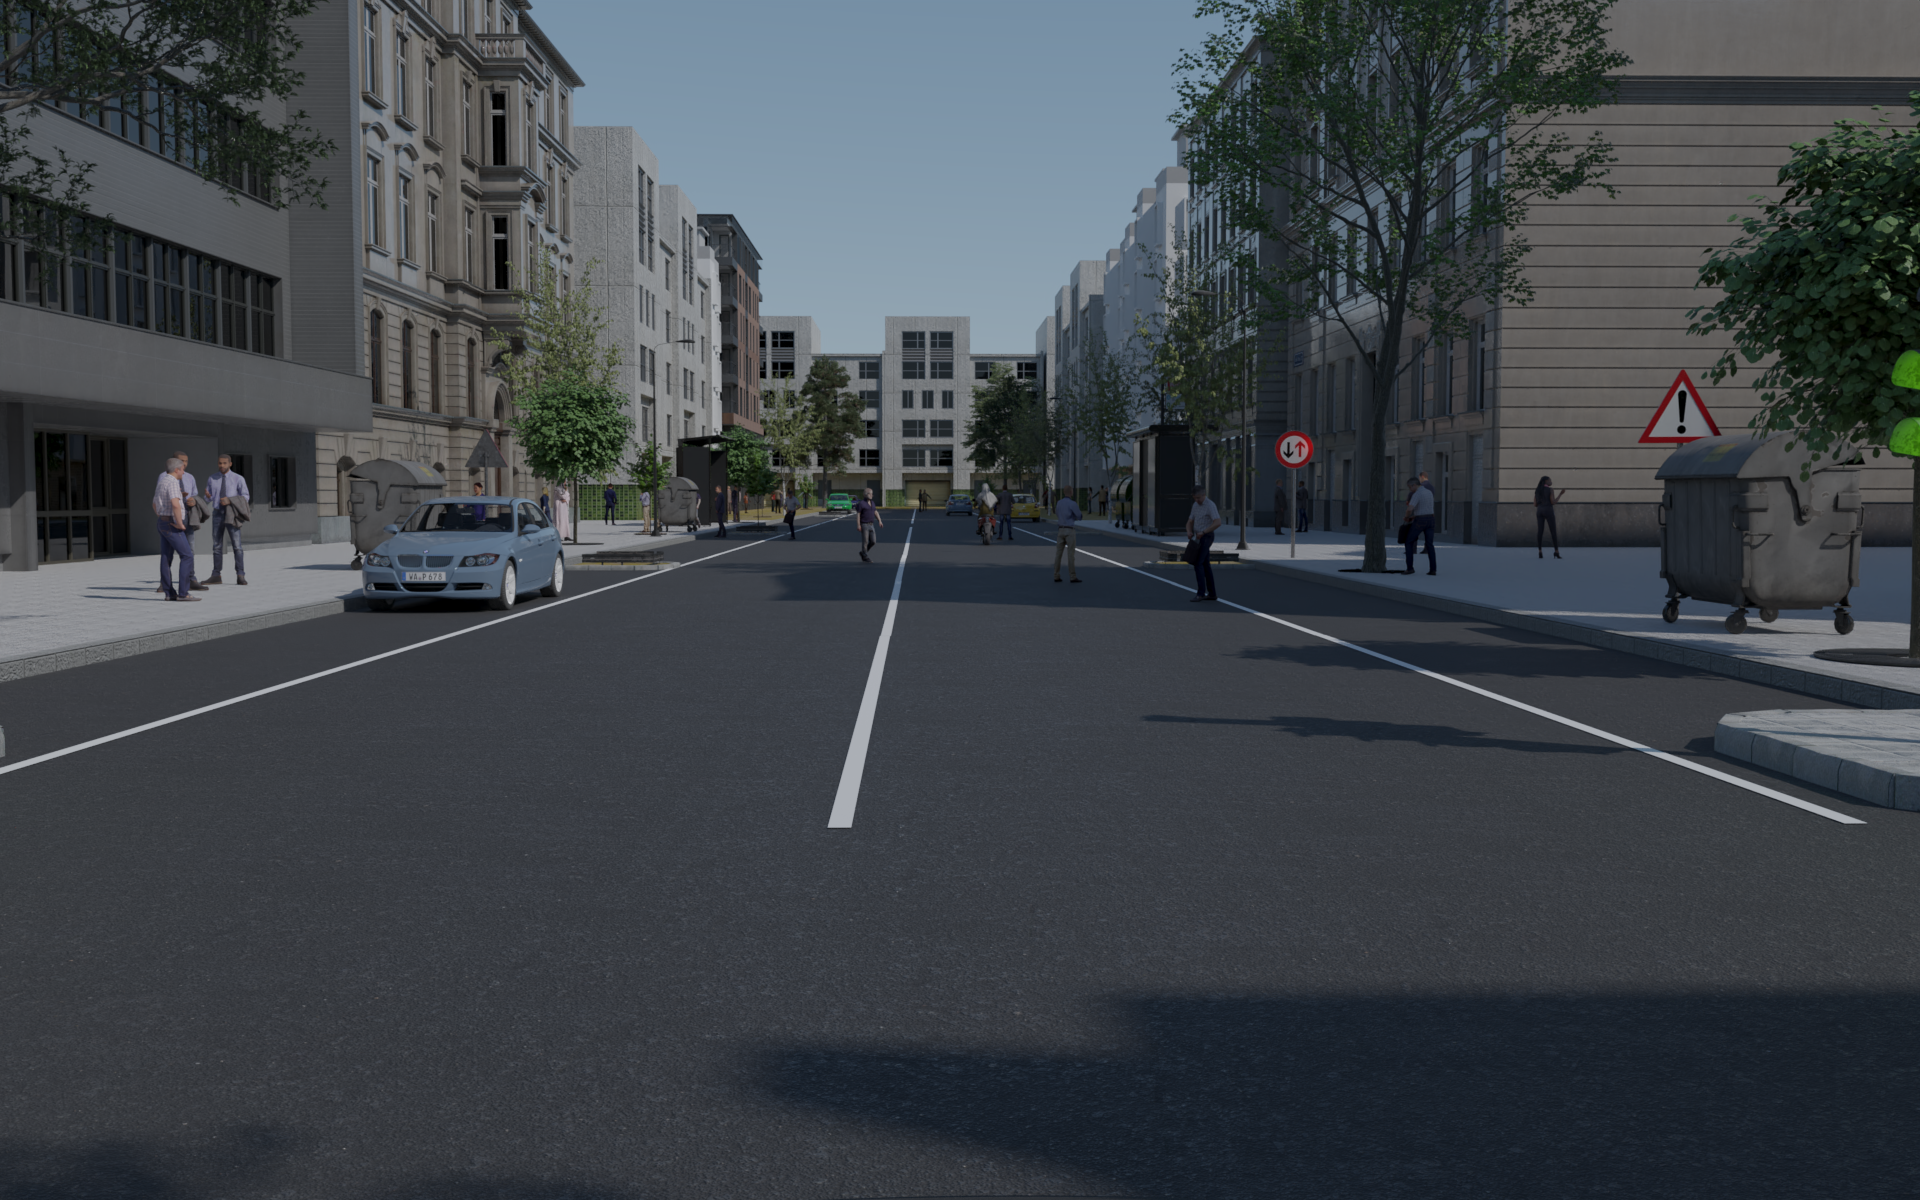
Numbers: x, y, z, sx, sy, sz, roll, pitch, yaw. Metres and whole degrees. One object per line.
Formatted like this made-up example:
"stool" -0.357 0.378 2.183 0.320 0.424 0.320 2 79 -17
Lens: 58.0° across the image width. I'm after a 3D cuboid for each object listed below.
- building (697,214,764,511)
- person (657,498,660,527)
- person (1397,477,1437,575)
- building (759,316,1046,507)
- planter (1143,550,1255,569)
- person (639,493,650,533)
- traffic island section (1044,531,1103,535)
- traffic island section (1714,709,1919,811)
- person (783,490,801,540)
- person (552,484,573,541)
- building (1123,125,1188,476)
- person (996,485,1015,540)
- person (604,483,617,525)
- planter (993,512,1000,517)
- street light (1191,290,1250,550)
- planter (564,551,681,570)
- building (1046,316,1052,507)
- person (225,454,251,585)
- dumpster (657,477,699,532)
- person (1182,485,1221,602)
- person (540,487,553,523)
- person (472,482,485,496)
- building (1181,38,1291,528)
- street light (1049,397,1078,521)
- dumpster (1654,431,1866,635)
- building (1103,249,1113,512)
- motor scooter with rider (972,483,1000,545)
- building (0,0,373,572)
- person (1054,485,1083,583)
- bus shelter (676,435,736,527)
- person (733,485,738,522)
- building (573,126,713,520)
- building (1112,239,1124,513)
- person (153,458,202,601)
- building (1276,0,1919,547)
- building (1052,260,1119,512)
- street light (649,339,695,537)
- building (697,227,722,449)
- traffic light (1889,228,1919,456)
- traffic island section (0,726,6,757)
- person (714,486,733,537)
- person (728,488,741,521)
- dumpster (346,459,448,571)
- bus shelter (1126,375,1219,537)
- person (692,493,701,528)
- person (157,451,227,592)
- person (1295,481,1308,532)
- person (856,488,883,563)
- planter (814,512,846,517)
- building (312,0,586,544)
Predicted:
"building" -33.162 -18.112 140.109 32.646 21.610 27.936 0 4 -1
"person" -10.803 -3.345 62.803 0.516 1.574 0.319 -1 4 -17
"person" 7.234 -1.170 27.390 0.614 1.554 0.590 -3 5 -41
"building" -7.632 -19.218 180.665 31.486 18.905 16.747 0 4 -1
"planter" 4.633 -0.786 33.997 1.991 0.319 1.994 0 4 -1
"person" -10.493 -3.028 57.614 0.319 1.574 0.516 1 4 12
"traffic island section" 3.986 -2.358 61.420 1.991 0.108 1.994 0 4 -1
"traffic island section" 5.230 0.823 8.831 2.009 0.180 2.903 0 4 -1
"person" -5.286 -2.683 54.581 0.614 1.554 0.590 2 4 28
"person" -10.774 -2.459 46.914 0.621 1.740 0.551 -1 4 -8
"building" 17.731 -14.563 94.526 16.016 20.091 11.380 0 4 -1
"person" 1.404 -2.742 54.155 0.655 1.722 0.431 0 4 1
"person" -14.510 -3.991 72.008 0.576 1.737 0.504 0 4 1
"planter" 2.807 -5.473 110.617 1.991 0.319 1.994 0 4 -1
"street light" 5.966 -4.107 39.689 1.470 5.913 1.316 0 4 -1
"planter" -6.482 -0.761 33.578 1.991 0.319 1.994 0 4 -1
"building" 24.163 -19.230 180.863 31.486 18.905 16.747 0 4 -1
"person" -10.349 -1.126 24.324 0.709 1.838 0.599 0 4 -6
"dumpster" -9.580 -3.233 58.619 1.264 1.857 1.865 0 4 -1
"person" 3.259 -0.760 23.142 0.590 1.554 0.614 -2 4 -27
"person" -13.210 -2.867 55.464 0.613 1.512 0.480 0 4 -1
"person" -10.378 -1.758 37.157 0.453 1.535 0.546 0 4 -4
"building" 15.729 -13.802 74.813 9.793 20.994 18.267 0 4 -1
"street light" 4.967 -6.762 83.103 1.470 5.913 1.316 0 4 -1
"dumpster" 7.586 -0.656 16.477 1.264 1.857 1.865 0 4 -1
"building" 17.968 -15.996 117.954 16.016 20.091 11.380 0 4 -1
"motor scooter with rider" 0.775 -2.448 48.988 0.876 1.779 1.986 0 4 -2
"building" -21.157 -12.747 27.486 14.314 24.678 30.058 0 4 -1
"person" 1.741 -1.074 28.130 0.516 1.574 0.319 3 5 44
"bus shelter" -10.414 -4.899 71.383 1.731 3.624 6.357 0 4 -1
"person" -10.251 -4.408 79.032 0.530 1.710 0.541 2 4 35
"building" -24.465 -14.232 99.148 16.747 18.905 31.486 0 4 -1
"building" 18.207 -15.301 106.598 16.016 20.091 11.380 0 4 -1
"person" -9.409 -0.845 20.803 0.436 1.711 0.756 -2 4 -34
"building" 18.243 -15.643 53.028 12.463 27.353 25.104 0 4 -1
"building" 17.223 -16.723 139.885 16.747 18.905 31.486 0 4 -1
"street light" -8.632 -4.862 52.029 1.470 5.913 1.316 0 4 -1
"building" -24.687 -16.152 120.504 16.016 20.091 11.380 0 4 -1
"traffic light" 5.190 -1.191 8.717 0.839 4.213 0.868 0 4 -1
"traffic island section" -6.208 0.839 8.566 2.009 0.180 2.903 0 4 -1
"person" -7.940 -2.927 57.274 0.530 1.710 0.541 1 4 11
"person" -10.633 -4.544 81.804 0.566 1.644 0.517 3 4 39
"dumpster" -9.642 -1.463 29.679 1.264 1.857 1.865 0 4 -1
"bus shelter" 6.669 -4.820 56.435 2.179 5.291 8.768 0 4 -1
"person" -9.807 -3.431 64.356 0.471 1.553 0.569 -3 4 -37
"person" -10.163 -1.026 22.691 0.599 1.838 0.709 2 4 35
"person" 11.386 -3.123 57.929 0.431 1.722 0.655 3 5 40
"person" -1.915 -1.561 36.238 0.569 1.553 0.471 -1 4 -12
"planter" -8.304 -5.484 110.797 1.991 0.319 1.994 0 4 -1
"building" -21.877 -14.754 60.316 14.460 24.649 34.723 0 4 -1
